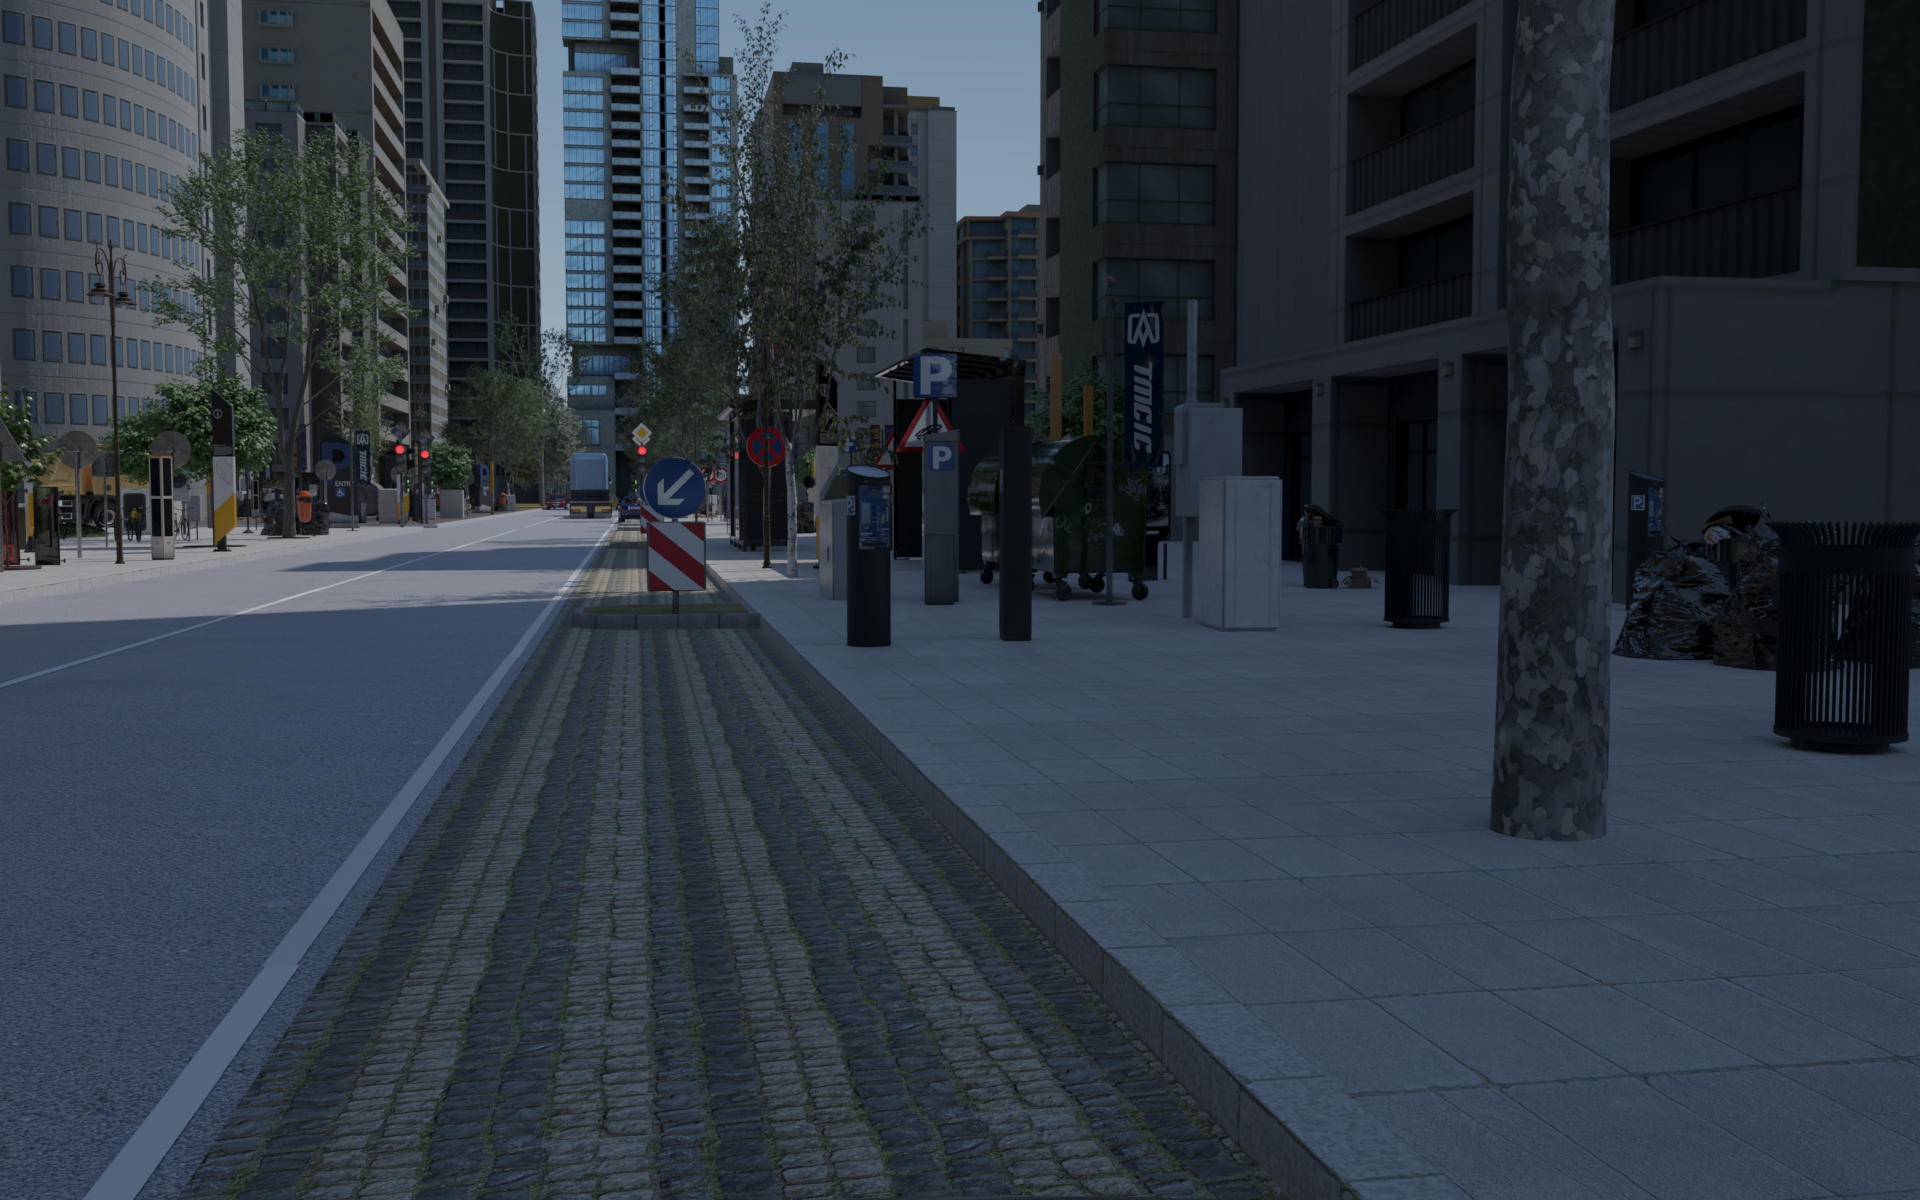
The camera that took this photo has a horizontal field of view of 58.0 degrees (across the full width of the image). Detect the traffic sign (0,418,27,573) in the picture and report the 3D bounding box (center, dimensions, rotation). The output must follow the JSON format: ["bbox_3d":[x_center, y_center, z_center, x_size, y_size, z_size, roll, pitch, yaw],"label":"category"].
[{"bbox_3d":[-15.674,-1.727,28.248,0.884,2.594,0.081,0,4,-1],"label":"traffic sign"}]

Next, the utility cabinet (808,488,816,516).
[{"bbox_3d":[-4.923,-3.330,63.119,1.173,1.500,0.318,1,4,18],"label":"utility cabinet"}]

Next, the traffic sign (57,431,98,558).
[{"bbox_3d":[-17.700,-2.119,34.747,0.768,2.556,0.104,-1,4,-9],"label":"traffic sign"}]

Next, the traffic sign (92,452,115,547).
[{"bbox_3d":[-20.615,-2.426,41.788,0.606,2.300,0.079,0,4,-8],"label":"traffic sign"}]

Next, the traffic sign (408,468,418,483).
[{"bbox_3d":[-26.510,-5.135,84.057,0.768,2.556,0.104,0,4,-2],"label":"traffic sign"}]

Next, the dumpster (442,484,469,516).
[{"bbox_3d":[-29.561,-6.043,101.293,1.502,2.255,1.985,-1,4,-11],"label":"dumpster"}]

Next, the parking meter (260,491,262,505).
[{"bbox_3d":[-44.522,-6.256,110.694,0.372,1.533,0.369,0,3,0],"label":"parking meter"}]

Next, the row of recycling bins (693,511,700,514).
[{"bbox_3d":[-17.637,-6.383,111.479,1.069,1.692,3.534,-2,4,-29],"label":"row of recycling bins"}]

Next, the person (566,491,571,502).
[{"bbox_3d":[-43.330,-11.265,192.689,1.348,1.823,0.705,1,4,10],"label":"person"}]

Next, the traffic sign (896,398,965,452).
[{"bbox_3d":[-0.378,-1.345,21.992,0.884,2.594,0.081,-1,4,-8],"label":"traffic sign"}]

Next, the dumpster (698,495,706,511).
[{"bbox_3d":[-16.216,-6.158,106.440,1.264,1.857,1.865,-1,4,-10],"label":"dumpster"}]

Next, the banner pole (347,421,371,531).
[{"bbox_3d":[-20.777,-4.271,59.841,0.863,3.779,0.401,-1,4,-20],"label":"banner pole"}]

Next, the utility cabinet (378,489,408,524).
[{"bbox_3d":[-24.428,-4.036,74.668,1.173,1.500,0.318,-3,5,-43],"label":"utility cabinet"}]

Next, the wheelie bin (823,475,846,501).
[{"bbox_3d":[-1.876,-1.281,28.851,0.980,1.594,0.693,3,5,40],"label":"wheelie bin"}]

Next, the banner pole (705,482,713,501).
[{"bbox_3d":[-19.643,-8.873,135.087,0.863,3.779,0.401,-2,4,-27],"label":"banner pole"}]

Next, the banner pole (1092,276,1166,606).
[{"bbox_3d":[1.949,-1.828,19.903,0.863,3.779,0.401,1,4,20],"label":"banner pole"}]

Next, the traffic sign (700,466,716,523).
[{"bbox_3d":[-11.361,-4.762,77.964,0.768,2.556,0.104,0,4,-4],"label":"traffic sign"}]

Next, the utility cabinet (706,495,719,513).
[{"bbox_3d":[-15.651,-6.021,109.602,0.306,1.237,1.020,2,4,24],"label":"utility cabinet"}]

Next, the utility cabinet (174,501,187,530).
[{"bbox_3d":[-27.734,-3.206,61.098,0.318,1.500,1.173,0,4,2],"label":"utility cabinet"}]

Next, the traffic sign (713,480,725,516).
[{"bbox_3d":[-14.226,-6.257,102.406,0.768,2.556,0.104,0,4,-2],"label":"traffic sign"}]

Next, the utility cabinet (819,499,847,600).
[{"bbox_3d":[-1.526,-0.625,21.376,0.306,1.237,1.020,-1,4,-14],"label":"utility cabinet"}]

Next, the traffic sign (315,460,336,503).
[{"bbox_3d":[-23.495,-3.917,64.144,0.768,2.556,0.104,0,4,-2],"label":"traffic sign"}]

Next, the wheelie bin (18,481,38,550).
[{"bbox_3d":[-21.726,-1.972,40.156,0.980,1.594,0.693,-2,4,-31],"label":"wheelie bin"}]

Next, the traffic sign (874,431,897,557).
[{"bbox_3d":[-1.355,-2.165,35.397,0.884,2.594,0.081,-1,4,-10],"label":"traffic sign"}]

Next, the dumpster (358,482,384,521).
[{"bbox_3d":[-28.136,-4.688,82.403,1.264,1.857,1.865,-1,4,-11],"label":"dumpster"}]

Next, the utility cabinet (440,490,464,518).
[{"bbox_3d":[-26.722,-5.043,91.139,1.173,1.500,0.318,0,4,-2],"label":"utility cabinet"}]

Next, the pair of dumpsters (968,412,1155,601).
[{"bbox_3d":[1.275,-1.236,22.704,1.574,2.255,4.437,-1,4,-10],"label":"pair of dumpsters"}]

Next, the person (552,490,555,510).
[{"bbox_3d":[-37.585,-9.278,160.175,0.705,1.826,1.348,0,4,-8],"label":"person"}]

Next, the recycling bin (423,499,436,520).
[{"bbox_3d":[-26.591,-4.507,86.237,0.722,1.027,0.722,-3,5,-42],"label":"recycling bin"}]

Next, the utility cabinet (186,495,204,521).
[{"bbox_3d":[-36.219,-4.313,81.681,1.020,1.237,0.306,1,4,11],"label":"utility cabinet"}]

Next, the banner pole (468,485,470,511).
[{"bbox_3d":[-37.481,-8.667,131.715,0.401,3.779,0.863,-3,5,-43],"label":"banner pole"}]

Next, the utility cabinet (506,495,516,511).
[{"bbox_3d":[-33.685,-7.215,129.125,1.020,1.237,0.306,-1,4,-22],"label":"utility cabinet"}]

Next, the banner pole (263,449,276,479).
[{"bbox_3d":[-38.051,-6.461,95.652,0.863,3.779,0.401,-2,4,-30],"label":"banner pole"}]

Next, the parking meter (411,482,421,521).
[{"bbox_3d":[-25.552,-4.626,81.349,0.255,1.863,0.399,3,5,44],"label":"parking meter"}]

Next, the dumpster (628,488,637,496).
[{"bbox_3d":[-41.949,-13.410,224.203,1.985,2.255,1.502,-1,4,-9],"label":"dumpster"}]

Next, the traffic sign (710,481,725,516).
[{"bbox_3d":[-14.448,-6.311,103.184,0.884,2.594,0.081,-1,4,-9],"label":"traffic sign"}]

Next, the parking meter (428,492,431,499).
[{"bbox_3d":[-33.522,-6.163,109.177,0.372,1.533,0.369,0,3,0],"label":"parking meter"}]

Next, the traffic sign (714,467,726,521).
[{"bbox_3d":[-11.212,-4.958,81.176,0.768,2.556,0.104,0,4,-4],"label":"traffic sign"}]

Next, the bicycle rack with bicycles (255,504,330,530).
[{"bbox_3d":[-23.743,-2.935,61.364,2.852,0.926,2.925,-2,4,-30],"label":"bicycle rack with bicycles"}]

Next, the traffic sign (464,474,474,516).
[{"bbox_3d":[-28.564,-6.132,100.357,0.768,2.556,0.104,0,4,-4],"label":"traffic sign"}]

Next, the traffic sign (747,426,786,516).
[{"bbox_3d":[-3.604,-1.979,32.466,0.768,2.556,0.104,0,4,-1],"label":"traffic sign"}]

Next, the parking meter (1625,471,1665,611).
[{"bbox_3d":[7.507,-0.646,18.975,0.372,1.533,0.369,0,3,0],"label":"parking meter"}]

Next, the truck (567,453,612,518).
[{"bbox_3d":[-23.292,-7.293,108.997,2.967,4.110,18.799,-1,4,-12],"label":"truck"}]

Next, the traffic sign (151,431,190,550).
[{"bbox_3d":[-15.925,-2.132,34.967,0.768,2.556,0.104,0,4,-3],"label":"traffic sign"}]

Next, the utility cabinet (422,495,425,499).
[{"bbox_3d":[-42.714,-7.759,138.015,0.306,1.237,1.020,0,4,-3],"label":"utility cabinet"}]

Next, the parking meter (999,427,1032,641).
[{"bbox_3d":[0.488,-0.582,15.230,0.255,1.863,0.399,0,4,-5],"label":"parking meter"}]

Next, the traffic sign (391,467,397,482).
[{"bbox_3d":[-25.060,-4.729,77.432,0.768,2.556,0.104,0,4,-5],"label":"traffic sign"}]

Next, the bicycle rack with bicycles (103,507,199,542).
[{"bbox_3d":[-22.113,-2.081,47.398,2.852,0.926,2.925,-1,4,-16],"label":"bicycle rack with bicycles"}]

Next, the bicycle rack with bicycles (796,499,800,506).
[{"bbox_3d":[-12.175,-6.831,125.061,2.925,0.926,2.852,3,5,39],"label":"bicycle rack with bicycles"}]

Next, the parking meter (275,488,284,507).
[{"bbox_3d":[-28.973,-3.996,73.752,0.372,1.533,0.369,0,3,0],"label":"parking meter"}]

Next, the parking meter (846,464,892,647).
[{"bbox_3d":[-0.771,-0.380,14.631,0.372,1.533,0.369,0,3,0],"label":"parking meter"}]

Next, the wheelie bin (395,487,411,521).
[{"bbox_3d":[-26.655,-4.568,82.601,0.980,1.594,0.693,2,4,27],"label":"wheelie bin"}]
